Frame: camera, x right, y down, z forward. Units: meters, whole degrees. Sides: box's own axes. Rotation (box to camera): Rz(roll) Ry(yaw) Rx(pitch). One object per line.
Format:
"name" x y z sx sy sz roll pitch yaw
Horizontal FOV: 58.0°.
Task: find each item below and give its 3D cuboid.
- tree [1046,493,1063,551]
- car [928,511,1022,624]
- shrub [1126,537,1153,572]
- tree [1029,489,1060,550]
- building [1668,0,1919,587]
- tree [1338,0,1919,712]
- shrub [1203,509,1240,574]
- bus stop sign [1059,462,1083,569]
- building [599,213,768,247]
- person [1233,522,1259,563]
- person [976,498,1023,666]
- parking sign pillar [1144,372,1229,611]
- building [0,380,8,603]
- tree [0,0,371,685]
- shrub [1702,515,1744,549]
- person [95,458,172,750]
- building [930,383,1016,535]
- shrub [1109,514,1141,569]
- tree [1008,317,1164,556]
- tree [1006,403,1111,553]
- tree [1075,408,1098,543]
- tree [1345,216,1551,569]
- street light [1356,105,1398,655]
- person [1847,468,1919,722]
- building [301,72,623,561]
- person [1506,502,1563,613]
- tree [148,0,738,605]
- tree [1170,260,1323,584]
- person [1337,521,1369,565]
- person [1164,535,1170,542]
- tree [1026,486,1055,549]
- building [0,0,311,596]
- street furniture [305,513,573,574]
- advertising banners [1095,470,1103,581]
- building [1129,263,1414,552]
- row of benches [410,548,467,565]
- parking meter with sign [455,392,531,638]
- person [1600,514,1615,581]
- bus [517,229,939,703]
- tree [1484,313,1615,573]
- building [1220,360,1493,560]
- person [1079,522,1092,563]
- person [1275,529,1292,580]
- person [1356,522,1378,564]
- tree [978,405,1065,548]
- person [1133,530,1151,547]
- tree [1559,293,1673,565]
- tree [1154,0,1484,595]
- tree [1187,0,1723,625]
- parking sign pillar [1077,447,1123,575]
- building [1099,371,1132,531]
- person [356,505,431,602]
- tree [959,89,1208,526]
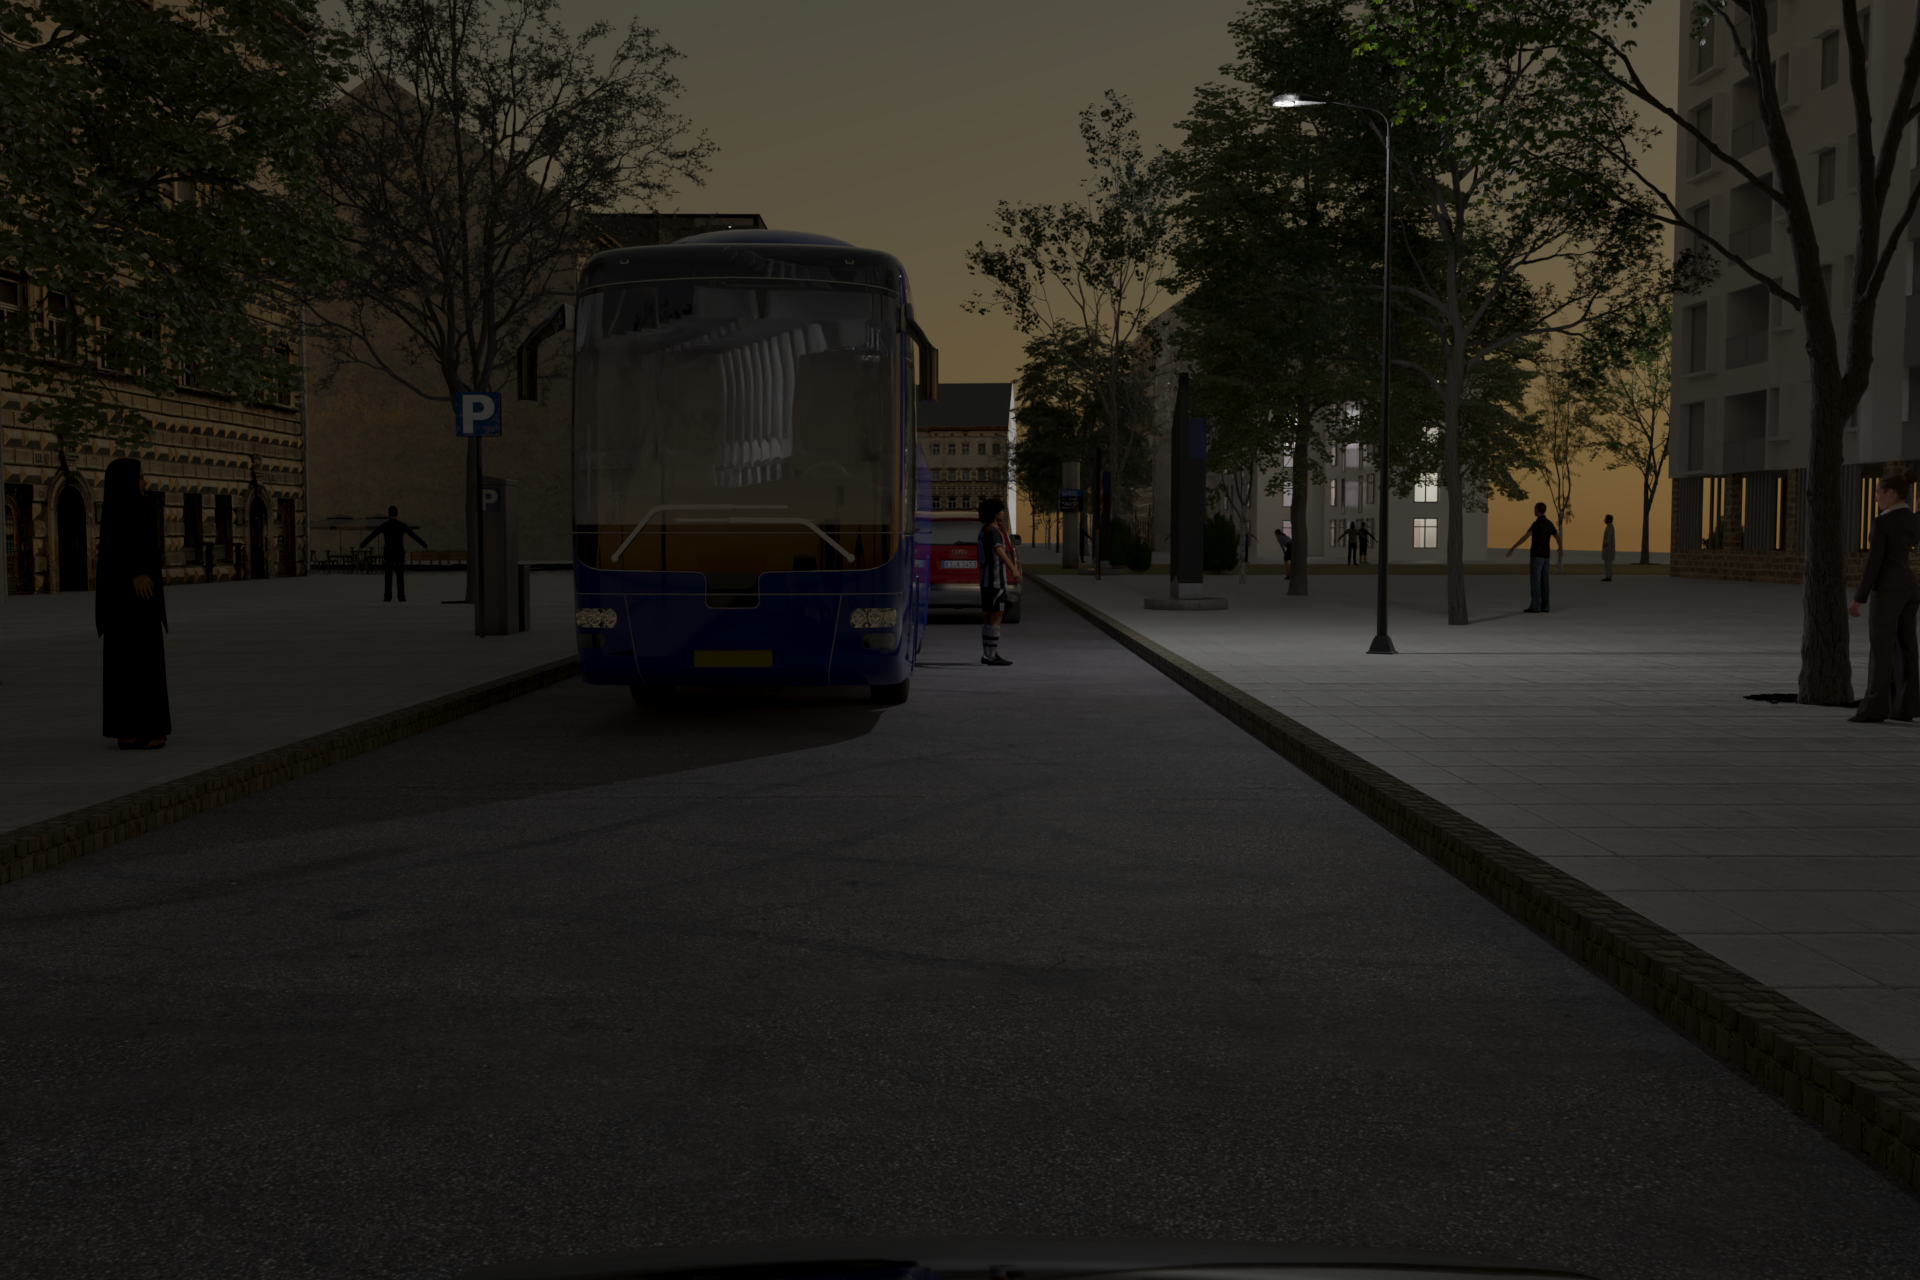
"tree" 6.920 -10.974 129.793 4.737 8.622 4.395 0 3 0
"car" -0.066 -1.256 29.208 2.281 1.827 5.304 0 4 -1
"shrub" 5.998 -2.863 57.935 1.383 1.207 1.383 0 3 0
"tree" 7.043 -11.547 139.149 4.360 8.622 3.978 0 3 0
"building" 26.091 -11.786 49.114 16.016 20.090 11.380 0 4 0
"tree" 6.622 -5.330 12.897 9.928 11.665 9.643 0 3 0
"shrub" 8.206 -3.135 55.291 1.661 2.075 1.752 0 3 0
"bus stop sign" 4.084 -4.571 63.751 0.837 3.901 0.837 0 3 0
"building" -23.551 -17.306 126.925 27.936 21.610 32.646 0 4 -1
"person" 12.525 -4.295 76.087 1.347 1.847 0.705 -2 4 -27
"person" 0.387 -0.632 18.942 0.704 1.843 1.345 -1 4 -14
"parking sign pillar" 3.879 -2.515 29.596 1.447 3.967 1.447 0 4 0
"building" -26.136 -9.151 16.084 16.747 18.905 31.486 0 4 0
"tree" -8.718 -5.863 13.980 7.486 12.596 7.792 0 3 0
"shrub" 27.791 -3.593 62.786 1.661 2.075 1.752 0 3 0
"person" -4.899 -0.222 10.420 0.721 1.737 1.214 -1 4 -22
"building" -1.426 -25.519 250.618 18.063 23.208 19.493 0 4 5
"shrub" 5.791 -3.626 63.712 1.690 2.028 1.600 0 3 0
"tree" 7.131 -11.841 100.261 9.857 13.997 8.962 0 3 0
"tree" 6.861 -11.183 117.256 8.767 10.594 7.601 3 5 41
"tree" 19.482 -24.013 248.505 12.611 20.169 13.585 0 3 0
"tree" 17.724 -8.843 62.707 7.486 12.596 7.792 0 3 0
"street light" 5.071 -2.805 18.404 1.470 5.913 1.316 0 4 0
"person" 6.417 -0.313 11.955 0.445 1.727 0.742 2 4 33
"building" -27.481 -15.952 91.750 19.493 23.208 18.063 0 4 0
"person" 9.455 -1.351 28.310 1.348 1.803 0.705 -2 4 -33
"tree" -9.029 -7.423 31.735 12.009 13.543 11.850 0 3 0
"tree" 7.304 -5.765 44.620 4.737 8.622 4.395 0 3 0
"person" 16.167 -3.987 71.321 1.348 1.813 0.705 0 3 0
"person" 10.944 -4.971 87.053 1.354 1.856 0.705 -1 4 -10
"tree" 7.254 -12.032 147.088 4.360 8.622 3.978 0 3 0
"building" -28.794 -12.943 42.542 19.493 23.208 18.063 0 4 -1
"street furniture" -22.302 -3.499 62.244 27.439 1.986 14.083 1 4 9
"advertising banners" 3.871 -3.183 48.223 0.090 3.025 2.074 0 4 0
"building" 23.246 -18.484 133.143 19.493 23.208 18.063 0 4 0
"row of benches" -21.432 -3.555 73.588 1.422 0.672 4.104 3 4 37
"parking meter with sign" -5.911 -1.583 22.135 0.543 3.016 1.738 0 4 -1
"person" 17.598 -2.507 47.079 0.704 1.819 1.344 1 4 18
"bus" -1.622 -1.614 17.943 2.896 3.916 12.251 0 4 0
"tree" 19.971 -6.506 56.731 4.360 8.622 3.978 0 3 0
"building" 21.191 -9.512 97.663 9.099 9.664 28.070 0 3 0
"person" 5.356 -4.320 76.825 1.347 1.806 0.705 3 4 39
"person" 9.166 -2.416 48.770 0.697 1.427 0.421 3 5 40
"person" 17.510 -4.218 75.104 0.704 1.812 1.346 -3 4 -38
"tree" 6.831 -15.236 159.479 12.009 13.543 11.850 0 3 0
"person" 6.943 -3.544 67.217 0.991 1.433 0.599 2 4 30
"tree" 29.085 -8.990 72.750 9.928 11.665 9.643 0 3 0
"tree" 7.442 -7.227 36.284 7.486 12.596 7.792 0 3 0
"tree" 6.707 -5.493 24.219 7.601 10.594 8.767 0 4 3
"parking sign pillar" 4.406 -4.022 54.235 1.447 3.967 1.447 0 4 -1
"building" 24.870 -21.717 185.996 19.493 23.208 18.063 0 3 0
"person" -10.735 -1.639 32.845 1.345 1.823 0.704 -1 4 -18
"tree" 6.045 -13.513 76.831 12.611 20.169 13.585 0 3 0
